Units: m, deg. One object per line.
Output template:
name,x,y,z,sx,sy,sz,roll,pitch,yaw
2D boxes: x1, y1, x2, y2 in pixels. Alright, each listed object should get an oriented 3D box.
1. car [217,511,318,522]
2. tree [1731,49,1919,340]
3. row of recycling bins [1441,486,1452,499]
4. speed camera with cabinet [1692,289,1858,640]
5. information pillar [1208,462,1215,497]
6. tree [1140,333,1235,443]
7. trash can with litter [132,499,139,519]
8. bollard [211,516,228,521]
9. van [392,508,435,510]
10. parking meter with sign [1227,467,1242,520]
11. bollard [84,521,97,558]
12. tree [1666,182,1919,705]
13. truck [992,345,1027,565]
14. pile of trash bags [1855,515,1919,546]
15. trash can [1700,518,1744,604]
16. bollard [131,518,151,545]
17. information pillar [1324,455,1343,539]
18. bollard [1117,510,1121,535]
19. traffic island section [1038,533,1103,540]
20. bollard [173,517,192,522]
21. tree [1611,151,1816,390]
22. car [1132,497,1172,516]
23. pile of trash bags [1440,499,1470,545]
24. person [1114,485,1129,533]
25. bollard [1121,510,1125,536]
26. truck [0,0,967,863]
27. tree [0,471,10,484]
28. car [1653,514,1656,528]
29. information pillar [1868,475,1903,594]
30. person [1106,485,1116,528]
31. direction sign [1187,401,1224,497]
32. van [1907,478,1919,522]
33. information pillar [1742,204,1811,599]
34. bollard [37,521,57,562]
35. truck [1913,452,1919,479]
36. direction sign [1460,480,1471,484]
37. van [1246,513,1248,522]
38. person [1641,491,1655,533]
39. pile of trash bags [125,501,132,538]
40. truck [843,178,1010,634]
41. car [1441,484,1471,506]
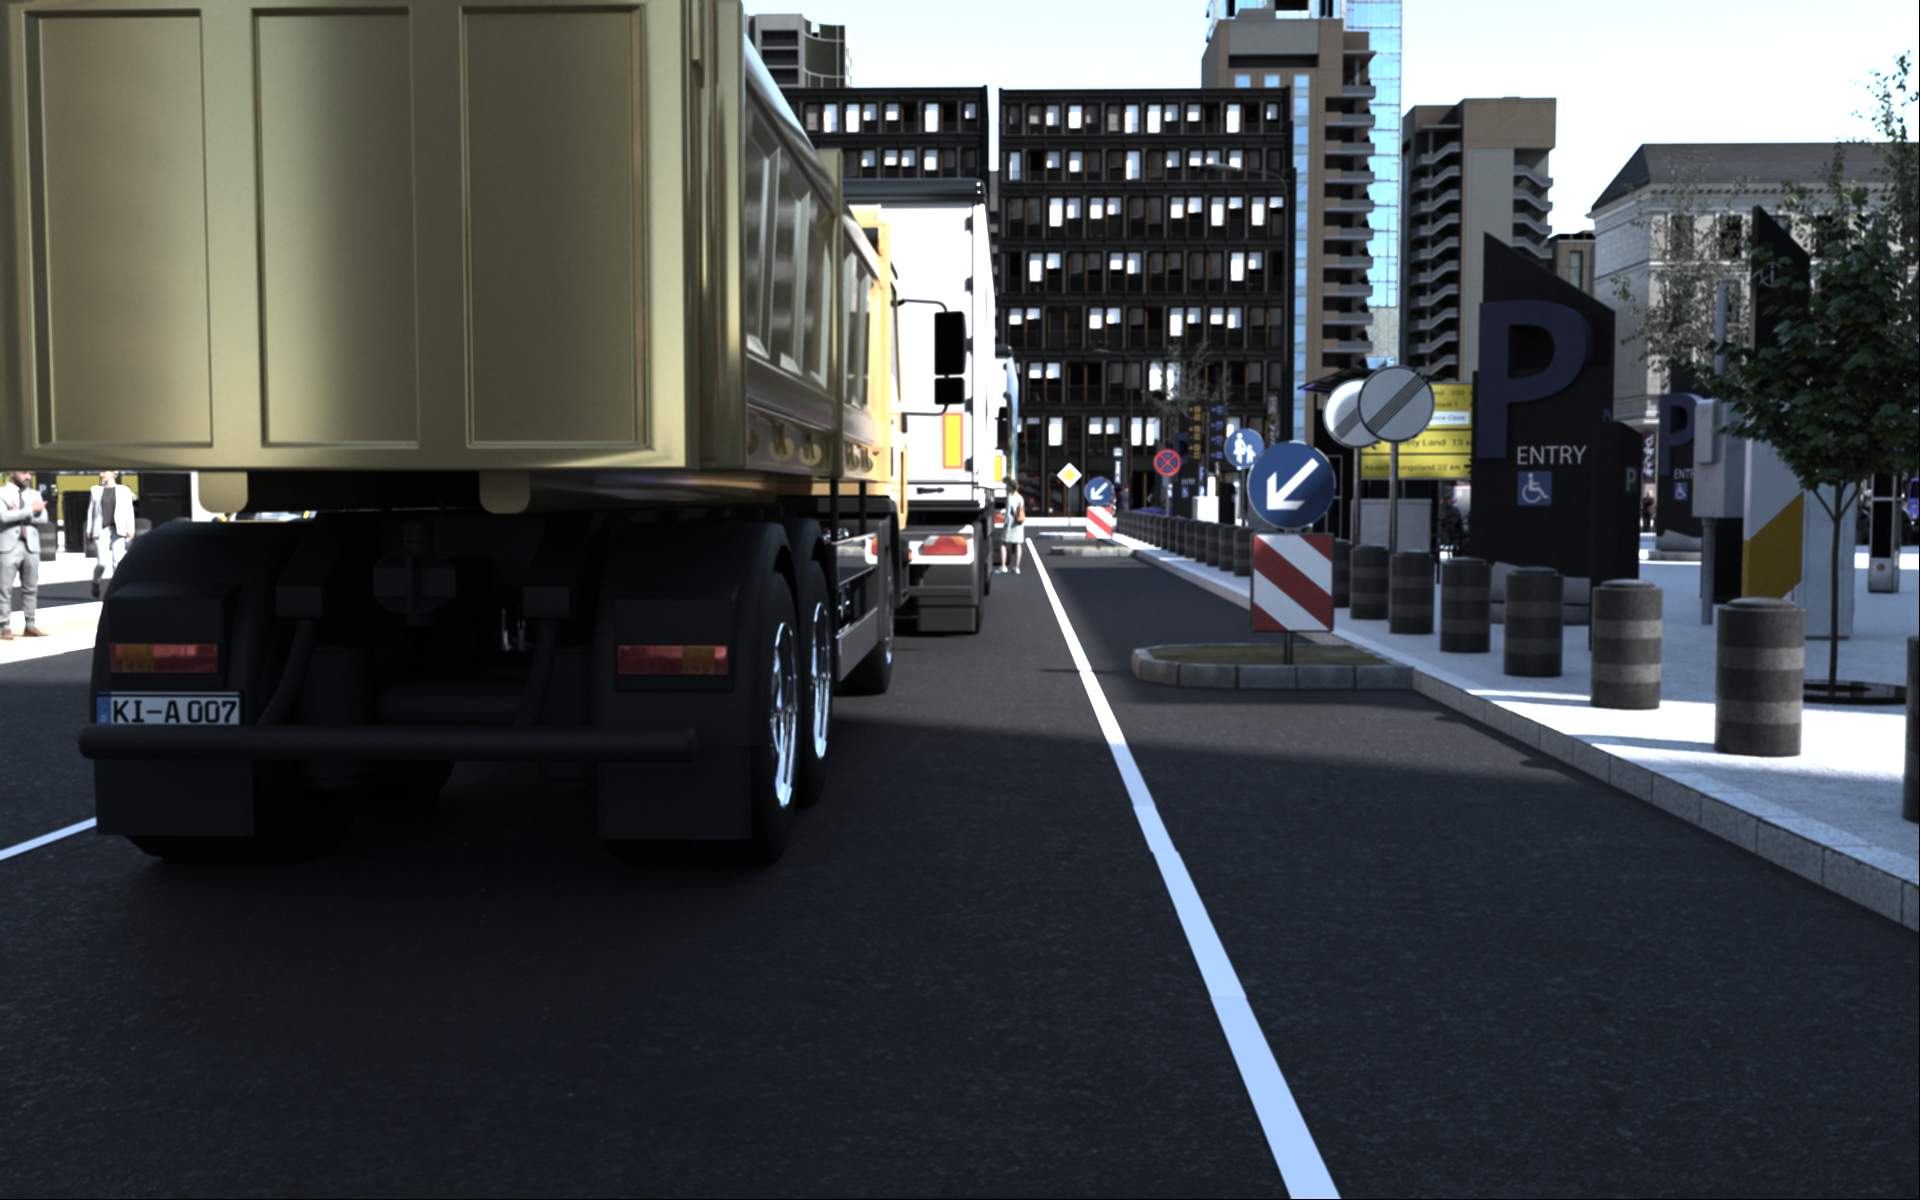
car,-12.890,-1.393,32.998,2.015,1.641,3.980,0,4,1
tree,15.314,-4.784,28.579,4.737,8.622,4.395,0,3,0
row of recycling bins,25.280,-4.806,85.696,3.534,1.692,1.069,-1,4,-17
speed camera with cabinet,7.555,-1.332,16.121,0.660,3.252,2.038,0,4,-2
information pillar,12.480,-5.807,86.303,0.504,3.616,0.183,-1,4,-17
tree,10.517,-7.938,80.156,4.360,8.622,3.978,0,3,0
trash can with litter,-20.956,-2.012,44.279,0.624,1.170,1.055,-2,4,-29
bollard,-17.165,-1.561,40.237,0.404,0.777,0.398,0,3,0
van,-19.606,-3.343,61.669,4.112,2.044,2.013,0,4,3
parking meter with sign,13.752,-5.545,86.919,0.543,3.016,1.738,-1,4,-15
bollard,-17.317,-1.221,34.681,0.404,0.777,0.398,0,3,0
tree,5.600,-0.991,10.807,1.663,3.219,1.824,0,3,0
truck,0.022,-3.015,38.206,2.839,4.237,11.283,0,4,3
pile of trash bags,24.191,-2.078,43.725,3.447,1.369,1.912,-1,4,-12
trash can,9.013,-0.528,20.291,0.748,1.137,0.748,0,3,0
bollard,-17.265,-1.334,36.520,0.404,0.777,0.398,0,3,0
information pillar,7.065,-1.730,32.782,0.304,2.012,0.304,1,4,8
bollard,5.249,-2.448,54.740,0.404,0.777,0.398,0,3,0
traffic island section,3.549,-2.058,55.926,2.009,0.180,2.903,0,4,2
bollard,-17.219,-1.447,38.370,0.404,0.777,0.398,0,3,0
tree,16.021,-5.313,37.226,4.360,8.622,3.978,0,3,0
car,9.056,-3.684,72.812,3.894,1.354,1.945,0,4,0
pile of trash bags,13.543,-2.094,43.991,3.447,1.369,1.912,1,4,17
person,5.999,-3.341,63.573,0.683,1.767,0.568,1,4,12
bollard,5.197,-2.335,52.894,0.404,0.777,0.398,0,3,0
truck,-1.804,-0.884,10.382,3.469,3.379,9.791,0,4,2
tree,-29.062,-6.150,50.908,4.737,8.622,4.395,0,3,0
car,26.273,-2.893,59.098,4.920,1.459,2.131,0,4,2
information pillar,12.006,-1.099,22.460,0.304,2.012,0.304,3,5,43
person,6.275,-3.900,72.242,0.573,1.828,0.580,-1,4,-23
direction sign,6.016,-3.086,42.451,0.876,3.537,0.379,1,4,11
van,39.434,-3.804,66.579,5.245,2.365,2.240,0,4,2
information pillar,6.661,-1.395,14.168,0.504,3.616,0.183,0,4,-8
bollard,-17.366,-1.109,32.842,0.404,0.777,0.398,0,3,0
truck,43.861,-4.615,71.384,9.791,3.379,3.469,0,4,2
direction sign,31.114,-7.002,106.483,0.876,3.537,0.379,-1,4,-22
van,13.417,-3.690,64.721,5.245,2.365,2.240,0,4,1
person,25.290,-3.232,63.619,0.482,1.546,0.388,2,4,27
pile of trash bags,-25.077,-2.506,50.723,1.912,1.369,3.447,0,4,0
truck,-0.832,-1.965,21.042,2.839,4.237,11.283,0,4,2
car,18.842,-3.051,58.553,5.304,1.827,2.281,0,4,3
